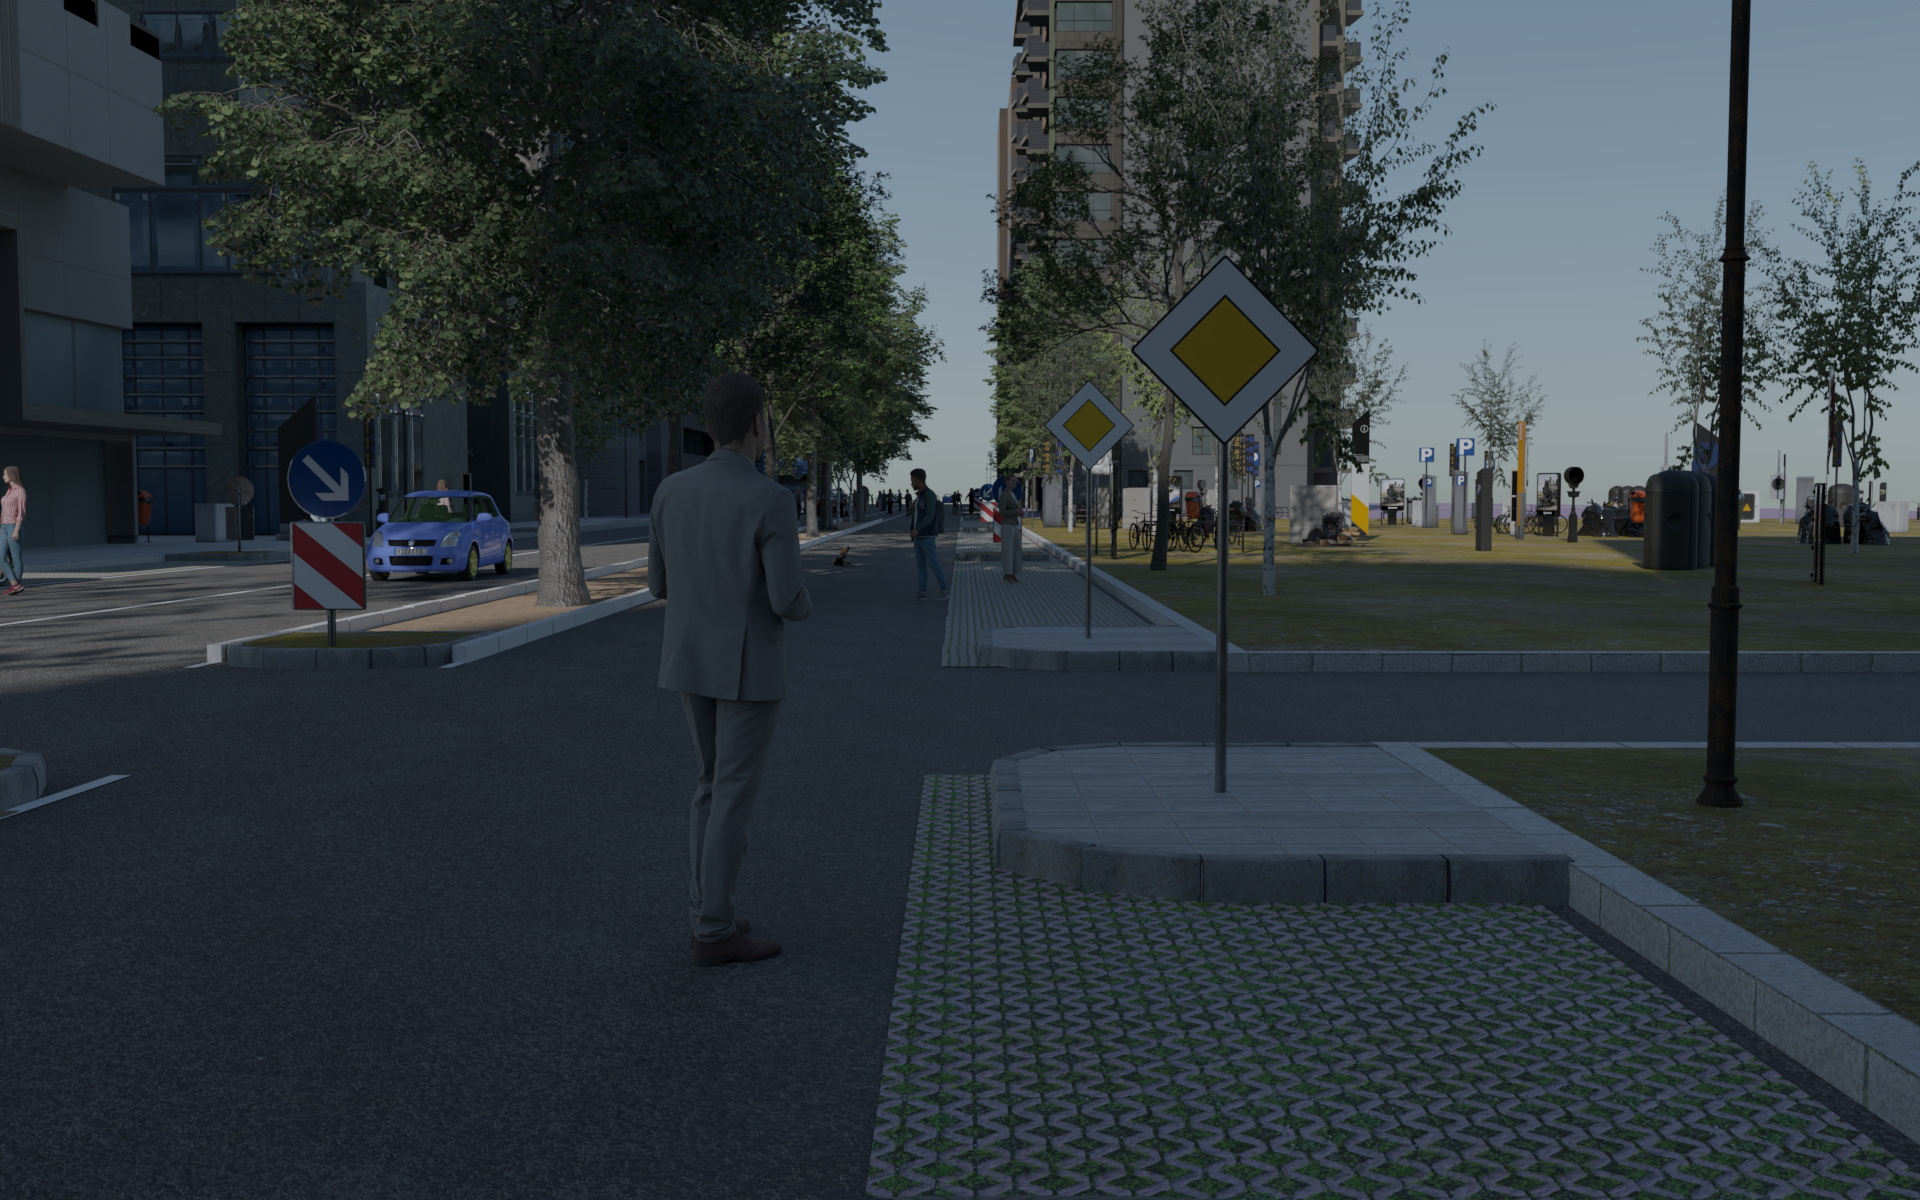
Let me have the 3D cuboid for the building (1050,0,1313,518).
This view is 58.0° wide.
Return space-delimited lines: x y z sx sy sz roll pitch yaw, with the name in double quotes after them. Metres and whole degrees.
12.138 -20.113 100.556 14.160 30.474 14.107 0 4 0 "building"

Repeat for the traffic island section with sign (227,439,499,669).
-5.287 -0.428 15.134 2.006 1.907 1.989 0 4 0 "traffic island section with sign"

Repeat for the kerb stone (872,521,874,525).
-4.066 -3.396 77.728 0.120 0.150 1.000 0 4 0 "kerb stone"

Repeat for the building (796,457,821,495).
-32.121 -23.009 221.240 27.650 21.520 28.899 0 4 0 "building"

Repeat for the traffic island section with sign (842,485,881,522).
-5.107 -5.024 90.272 2.006 1.907 1.989 0 4 0 "traffic island section with sign"

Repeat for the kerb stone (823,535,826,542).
-4.137 -1.760 51.058 0.120 0.150 1.000 0 4 0 "kerb stone"

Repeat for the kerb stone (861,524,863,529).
-4.093 -2.895 69.527 0.120 0.150 1.000 0 4 0 "kerb stone"

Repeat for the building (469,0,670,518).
-30.422 -34.372 103.976 21.231 58.520 28.212 0 4 0 "building"

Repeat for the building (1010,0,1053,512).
15.628 -30.326 150.453 22.147 44.769 28.867 0 4 0 "building"

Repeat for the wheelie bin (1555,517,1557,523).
25.541 -4.113 75.152 0.980 1.594 0.693 3 5 43 "wheelie bin"

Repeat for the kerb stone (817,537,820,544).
-4.145 -1.639 48.999 0.120 0.150 1.000 0 4 0 "kerb stone"

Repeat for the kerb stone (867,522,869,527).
-4.081 -3.145 73.624 0.120 0.150 1.000 0 4 0 "kerb stone"

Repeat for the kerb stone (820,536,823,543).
-4.144 -1.702 50.026 0.120 0.150 1.000 0 4 0 "kerb stone"

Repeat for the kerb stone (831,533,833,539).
-4.133 -1.954 54.137 0.120 0.150 1.000 0 4 0 "kerb stone"

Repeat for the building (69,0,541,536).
-29.138 -46.065 65.836 22.319 86.520 31.000 0 4 0 "building"

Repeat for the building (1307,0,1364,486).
15.478 -28.564 121.640 22.147 44.769 28.867 0 4 0 "building"

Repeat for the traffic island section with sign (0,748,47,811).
-5.315 0.025 7.727 2.006 1.907 1.989 0 4 0 "traffic island section with sign"

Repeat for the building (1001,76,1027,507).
12.083 -32.578 182.768 14.600 45.320 14.200 0 4 0 "building"

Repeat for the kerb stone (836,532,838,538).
-4.137 -2.079 56.181 0.120 0.150 1.000 0 4 0 "kerb stone"

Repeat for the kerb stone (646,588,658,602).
-4.209 -0.072 23.376 0.120 0.150 1.000 0 4 0 "kerb stone"

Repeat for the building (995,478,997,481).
16.533 -36.726 220.073 23.786 49.044 30.456 0 4 0 "building"

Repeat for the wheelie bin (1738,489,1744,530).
27.468 -3.290 61.692 0.980 1.594 0.693 -1 4 -13 "wheelie bin"

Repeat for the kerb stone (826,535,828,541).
-4.135 -1.828 52.085 0.120 0.150 1.000 0 4 0 "kerb stone"

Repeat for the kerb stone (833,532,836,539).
-4.132 -2.012 55.160 0.120 0.150 1.000 0 4 0 "kerb stone"

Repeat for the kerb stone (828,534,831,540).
-4.138 -1.890 53.107 0.120 0.150 1.000 0 4 0 "kerb stone"

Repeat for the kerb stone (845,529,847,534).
-4.114 -2.330 60.292 0.120 0.150 1.000 0 4 0 "kerb stone"

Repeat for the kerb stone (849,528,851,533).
-4.107 -2.456 62.346 0.120 0.150 1.000 0 4 0 "kerb stone"

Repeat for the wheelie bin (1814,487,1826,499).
40.869 -4.571 82.641 0.693 1.594 0.980 -3 4 -38 "wheelie bin"

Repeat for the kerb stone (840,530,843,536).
-4.120 -2.204 58.238 0.120 0.150 1.000 0 4 0 "kerb stone"

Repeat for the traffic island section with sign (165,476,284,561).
-15.922 -1.782 37.766 1.989 1.847 2.006 0 4 0 "traffic island section with sign"

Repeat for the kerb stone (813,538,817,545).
-4.143 -1.577 47.977 0.120 0.150 1.000 0 4 0 "kerb stone"

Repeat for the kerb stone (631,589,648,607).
-4.212 -0.007 22.348 0.120 0.150 1.000 0 4 0 "kerb stone"

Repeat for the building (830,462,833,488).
-25.452 -34.158 242.073 14.154 41.232 14.086 0 4 0 "building"

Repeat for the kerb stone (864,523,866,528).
-4.093 -3.020 71.578 0.120 0.150 1.000 0 4 0 "kerb stone"

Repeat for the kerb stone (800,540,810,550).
-4.149 -1.452 45.932 0.120 0.150 1.000 0 4 0 "kerb stone"

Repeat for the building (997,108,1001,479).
11.234 -33.462 197.209 14.600 45.320 14.200 0 4 0 "building"

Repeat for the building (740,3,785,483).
-29.462 -53.584 188.764 22.319 86.520 31.000 0 4 0 "building"

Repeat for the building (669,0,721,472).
-29.994 -30.946 129.672 21.300 48.544 21.600 0 4 0 "building"

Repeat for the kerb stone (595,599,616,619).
-4.221 0.118 20.295 0.120 0.150 1.000 0 4 0 "kerb stone"

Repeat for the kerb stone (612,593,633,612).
-4.218 0.053 21.326 0.120 0.150 1.000 0 4 0 "kerb stone"

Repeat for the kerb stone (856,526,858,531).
-4.100 -2.706 66.441 0.120 0.150 1.000 0 4 0 "kerb stone"

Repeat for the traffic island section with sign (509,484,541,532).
-15.849 -3.469 65.338 1.989 1.847 2.006 0 4 0 "traffic island section with sign"

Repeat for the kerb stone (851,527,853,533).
-4.108 -2.518 63.371 0.120 0.150 1.000 0 4 0 "kerb stone"

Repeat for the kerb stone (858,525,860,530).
-4.100 -2.769 67.472 0.120 0.150 1.000 0 4 0 "kerb stone"

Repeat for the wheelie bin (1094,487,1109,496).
6.141 -3.979 72.957 0.980 1.594 0.693 1 4 19 "wheelie bin"

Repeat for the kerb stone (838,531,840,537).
-4.130 -2.139 57.209 0.120 0.150 1.000 0 4 0 "kerb stone"

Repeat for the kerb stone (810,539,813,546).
-4.149 -1.514 46.956 0.120 0.150 1.000 0 4 0 "kerb stone"

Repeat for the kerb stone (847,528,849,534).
-4.125 -2.393 61.319 0.120 0.150 1.000 0 4 0 "kerb stone"

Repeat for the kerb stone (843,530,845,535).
-4.118 -2.259 59.269 0.120 0.150 1.000 0 4 0 "kerb stone"

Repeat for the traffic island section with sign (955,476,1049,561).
0.899 -1.771 37.584 1.989 1.847 2.006 0 4 0 "traffic island section with sign"

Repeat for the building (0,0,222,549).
-32.449 -26.939 29.697 28.713 52.752 27.495 0 4 0 "building"

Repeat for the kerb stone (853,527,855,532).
-4.102 -2.580 64.393 0.120 0.150 1.000 0 4 0 "kerb stone"
